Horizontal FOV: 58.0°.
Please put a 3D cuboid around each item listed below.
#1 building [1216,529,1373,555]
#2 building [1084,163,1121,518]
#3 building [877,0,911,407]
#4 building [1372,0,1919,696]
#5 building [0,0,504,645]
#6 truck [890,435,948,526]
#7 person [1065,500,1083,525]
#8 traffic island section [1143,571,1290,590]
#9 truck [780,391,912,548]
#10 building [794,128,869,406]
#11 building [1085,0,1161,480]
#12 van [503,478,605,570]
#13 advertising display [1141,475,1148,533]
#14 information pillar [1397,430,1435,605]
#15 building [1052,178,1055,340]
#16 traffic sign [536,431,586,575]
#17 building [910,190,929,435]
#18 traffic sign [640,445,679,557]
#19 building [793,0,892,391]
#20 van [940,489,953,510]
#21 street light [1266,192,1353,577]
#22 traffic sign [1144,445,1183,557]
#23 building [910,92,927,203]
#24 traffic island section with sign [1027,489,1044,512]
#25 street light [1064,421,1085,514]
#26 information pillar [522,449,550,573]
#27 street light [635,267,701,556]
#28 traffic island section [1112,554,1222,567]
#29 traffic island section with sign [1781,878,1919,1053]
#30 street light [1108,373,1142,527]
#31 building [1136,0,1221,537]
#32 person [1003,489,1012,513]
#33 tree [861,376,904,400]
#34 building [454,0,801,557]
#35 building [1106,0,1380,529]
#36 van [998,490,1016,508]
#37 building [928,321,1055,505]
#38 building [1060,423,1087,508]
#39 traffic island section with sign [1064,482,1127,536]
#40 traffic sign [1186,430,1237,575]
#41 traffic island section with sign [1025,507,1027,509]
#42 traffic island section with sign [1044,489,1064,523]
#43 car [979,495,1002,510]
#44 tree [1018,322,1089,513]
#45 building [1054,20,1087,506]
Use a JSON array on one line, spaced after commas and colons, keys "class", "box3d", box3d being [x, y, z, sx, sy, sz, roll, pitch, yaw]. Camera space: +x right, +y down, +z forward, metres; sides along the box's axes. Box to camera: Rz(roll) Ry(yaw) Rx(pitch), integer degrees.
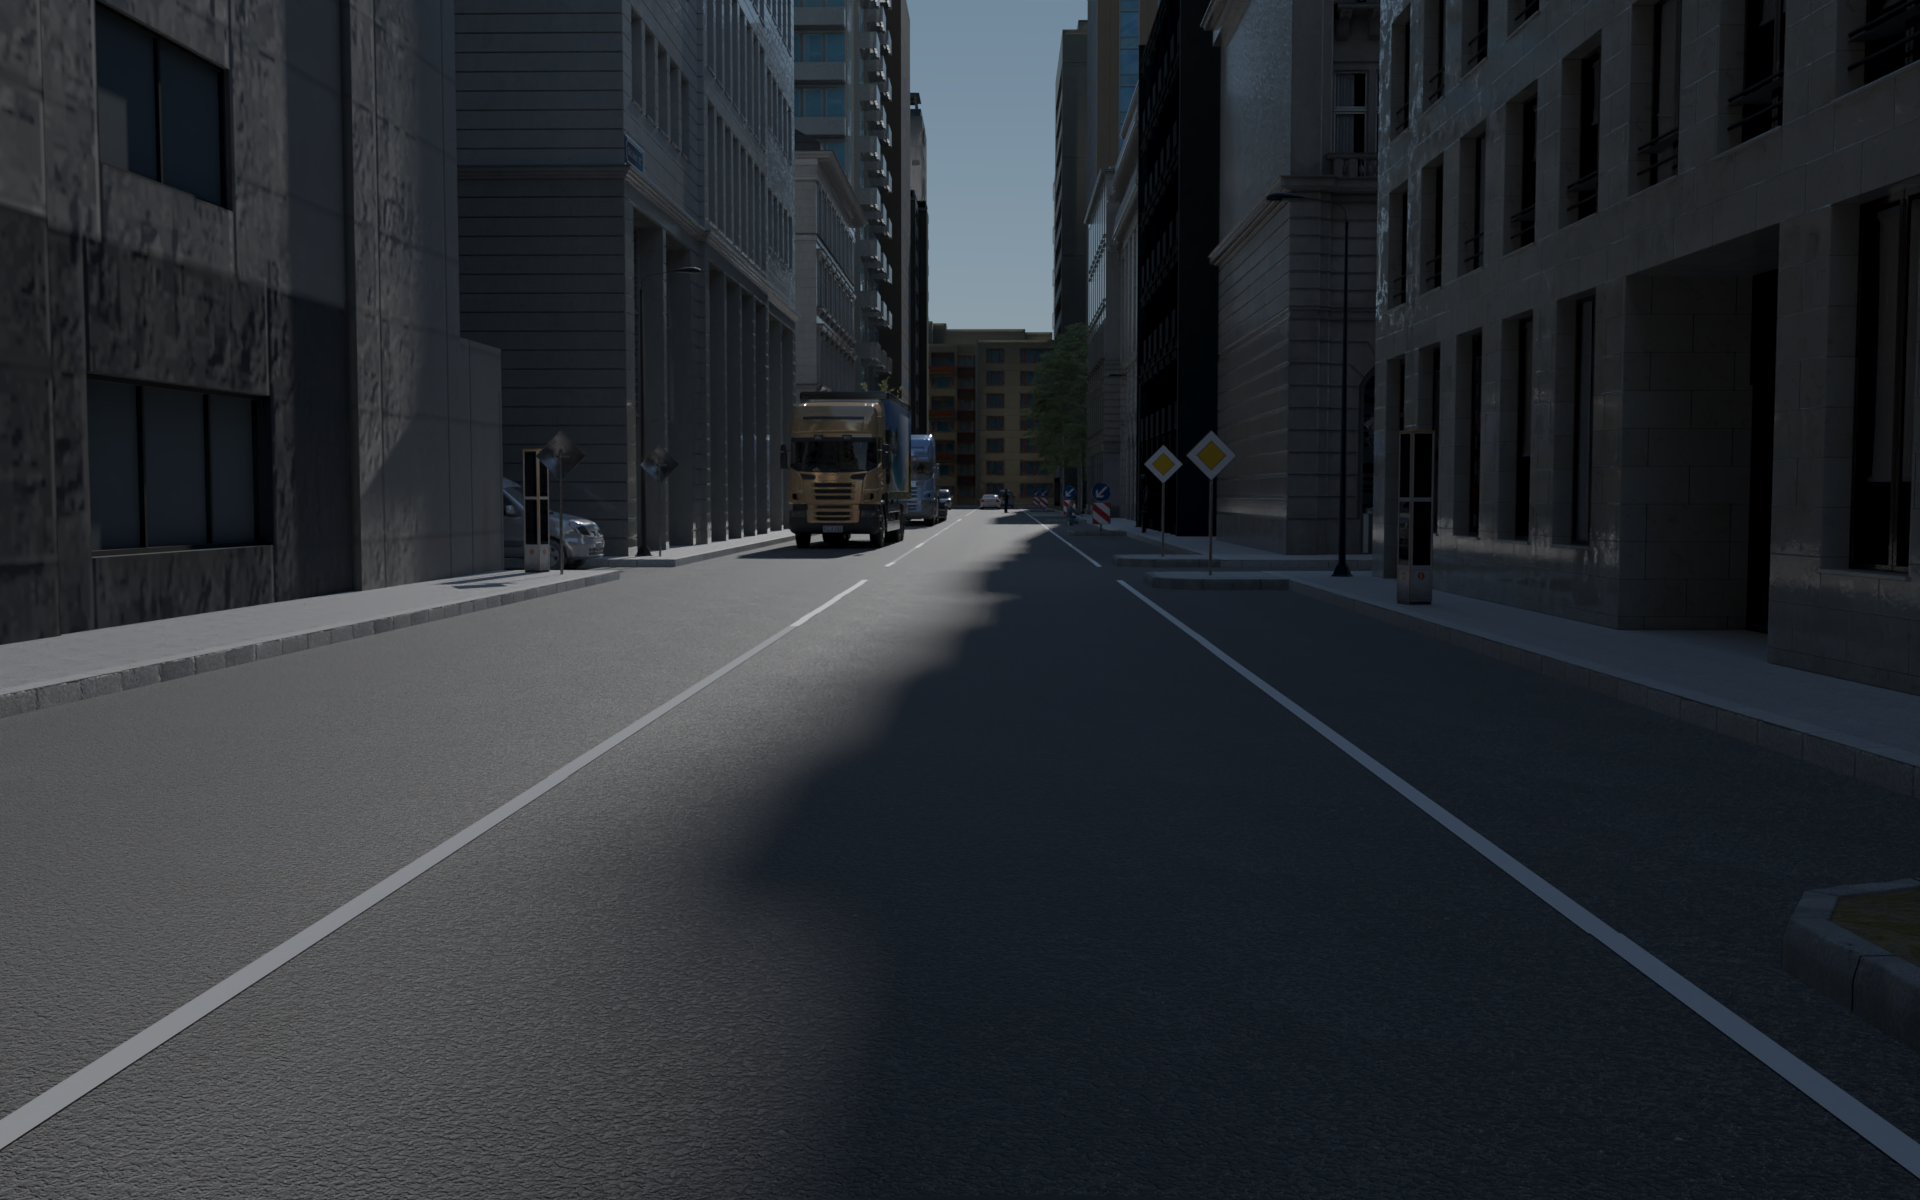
[{"class": "building", "box3d": [18.520, -12.201, 41.282, 24.055, 21.916, 13.314, 0, 4, 1]}, {"class": "building", "box3d": [12.549, -15.420, 101.267, 9.793, 20.994, 18.267, 0, 4, 1]}, {"class": "building", "box3d": [-11.496, -30.456, 148.068, 14.600, 45.320, 14.200, 0, 4, 1]}, {"class": "building", "box3d": [11.448, -9.984, 17.991, 10.420, 20.320, 16.860, 0, 4, 1]}, {"class": "building", "box3d": [-18.278, -35.416, 17.302, 20.611, 71.187, 20.563, 0, 4, 1]}, {"class": "truck", "box3d": [-2.147, -5.797, 84.544, 2.967, 4.110, 18.799, 0, 4, 2]}, {"class": "person", "box3d": [5.170, -4.013, 79.610, 0.738, 1.151, 1.012, -1, 4, -15]}, {"class": "traffic island section", "box3d": [3.972, -0.311, 27.360, 2.009, 0.180, 2.903, 0, 4, 1]}, {"class": "truck", "box3d": [-3.038, -3.709, 49.556, 2.839, 4.237, 11.283, 0, 4, 3]}, {"class": "building", "box3d": [-11.255, -14.307, 84.829, 10.553, 20.767, 40.483, 0, 4, 1]}, {"class": "building", "box3d": [16.411, -29.055, 125.155, 14.600, 45.320, 14.200, 0, 4, 1]}, {"class": "van", "box3d": [-8.778, -1.560, 32.515, 4.112, 2.044, 2.013, 0, 4, 3]}, {"class": "advertising display", "box3d": [6.120, -3.199, 57.511, 0.123, 1.923, 0.974, 1, 4, 13]}, {"class": "information pillar", "box3d": [5.292, -0.956, 20.117, 0.304, 2.012, 0.304, -1, 4, -15]}, {"class": "building", "box3d": [17.930, -31.646, 201.012, 14.086, 41.232, 14.154, 0, 4, 1]}, {"class": "traffic sign", "box3d": [-6.343, -1.462, 27.540, 0.795, 2.450, 0.064, 0, 4, 1]}, {"class": "building", "box3d": [-10.232, -23.974, 163.678, 14.160, 30.474, 14.107, 0, 4, 1]}, {"class": "traffic sign", "box3d": [-6.158, -1.950, 35.523, 0.795, 2.450, 0.064, 0, 4, 1]}, {"class": "building", "box3d": [-16.555, -30.958, 125.779, 23.786, 49.044, 30.456, 0, 4, 1]}, {"class": "van", "box3d": [-1.620, -9.083, 155.518, 2.013, 2.044, 4.112, 0, 3, 0]}, {"class": "street light", "box3d": [5.410, -3.320, 26.823, 1.470, 5.913, 1.316, 0, 4, 1]}, {"class": "traffic sign", "box3d": [4.133, -1.934, 35.266, 0.795, 2.450, 0.064, 0, 4, 1]}, {"class": "building", "box3d": [-10.467, -30.299, 178.980, 14.086, 41.232, 14.154, 0, 4, 1]}, {"class": "traffic island section with sign", "box3d": [6.523, -7.873, 137.347, 1.989, 1.847, 2.006, 0, 4, 1]}, {"class": "street light", "box3d": [7.295, -8.427, 110.323, 1.470, 5.913, 1.316, 0, 4, 1]}, {"class": "information pillar", "box3d": [-6.941, -1.461, 28.376, 0.304, 2.012, 0.304, 1, 4, 21]}, {"class": "street light", "box3d": [-6.000, -3.858, 35.624, 1.470, 5.913, 1.316, 0, 4, 1]}, {"class": "traffic island section", "box3d": [4.156, -0.799, 35.343, 2.009, 0.180, 2.903, 0, 4, 1]}, {"class": "traffic island section with sign", "box3d": [3.463, 0.239, 4.726, 1.989, 1.847, 2.006, 0, 4, 1]}, {"class": "street light", "box3d": [6.384, -5.767, 66.832, 1.470, 5.913, 1.316, 0, 4, 1]}, {"class": "building", "box3d": [12.873, -14.045, 59.311, 12.332, 23.373, 15.834, 0, 4, 1]}, {"class": "person", "box3d": [3.543, -7.539, 131.781, 0.705, 1.821, 1.348, -2, 4, -28]}, {"class": "tree", "box3d": [-5.266, -9.699, 108.938, 4.360, 8.622, 3.978, 0, 3, 0]}, {"class": "building", "box3d": [-11.847, -16.635, 49.481, 11.434, 29.767, 29.804, 0, 4, 1]}, {"class": "building", "box3d": [14.107, -14.573, 80.076, 13.314, 21.916, 24.055, 0, 4, 1]}, {"class": "van", "box3d": [4.572, -10.185, 173.531, 2.013, 2.044, 4.112, 0, 4, 1]}, {"class": "building", "box3d": [-3.421, -22.198, 207.981, 28.899, 21.520, 27.650, 0, 4, 1]}, {"class": "building", "box3d": [20.373, -51.050, 147.343, 22.319, 86.520, 31.000, 0, 4, 1]}, {"class": "traffic island section with sign", "box3d": [4.738, -3.141, 59.976, 1.989, 1.847, 2.006, 0, 4, 1]}, {"class": "traffic sign", "box3d": [3.948, -1.446, 27.283, 0.795, 2.450, 0.064, 0, 4, 1]}, {"class": "traffic island section with sign", "box3d": [7.153, -9.571, 165.110, 1.989, 1.847, 2.006, 0, 4, 1]}, {"class": "traffic island section with sign", "box3d": [5.351, -4.791, 86.956, 1.989, 1.847, 2.006, 0, 4, 1]}, {"class": "car", "box3d": [2.821, -9.007, 159.629, 2.083, 1.381, 4.827, 0, 4, 2]}, {"class": "tree", "box3d": [7.599, -12.041, 114.995, 7.486, 12.596, 7.792, 0, 3, 0]}, {"class": "building", "box3d": [20.551, -33.704, 174.756, 21.300, 48.544, 21.600, 0, 4, 1]}]
